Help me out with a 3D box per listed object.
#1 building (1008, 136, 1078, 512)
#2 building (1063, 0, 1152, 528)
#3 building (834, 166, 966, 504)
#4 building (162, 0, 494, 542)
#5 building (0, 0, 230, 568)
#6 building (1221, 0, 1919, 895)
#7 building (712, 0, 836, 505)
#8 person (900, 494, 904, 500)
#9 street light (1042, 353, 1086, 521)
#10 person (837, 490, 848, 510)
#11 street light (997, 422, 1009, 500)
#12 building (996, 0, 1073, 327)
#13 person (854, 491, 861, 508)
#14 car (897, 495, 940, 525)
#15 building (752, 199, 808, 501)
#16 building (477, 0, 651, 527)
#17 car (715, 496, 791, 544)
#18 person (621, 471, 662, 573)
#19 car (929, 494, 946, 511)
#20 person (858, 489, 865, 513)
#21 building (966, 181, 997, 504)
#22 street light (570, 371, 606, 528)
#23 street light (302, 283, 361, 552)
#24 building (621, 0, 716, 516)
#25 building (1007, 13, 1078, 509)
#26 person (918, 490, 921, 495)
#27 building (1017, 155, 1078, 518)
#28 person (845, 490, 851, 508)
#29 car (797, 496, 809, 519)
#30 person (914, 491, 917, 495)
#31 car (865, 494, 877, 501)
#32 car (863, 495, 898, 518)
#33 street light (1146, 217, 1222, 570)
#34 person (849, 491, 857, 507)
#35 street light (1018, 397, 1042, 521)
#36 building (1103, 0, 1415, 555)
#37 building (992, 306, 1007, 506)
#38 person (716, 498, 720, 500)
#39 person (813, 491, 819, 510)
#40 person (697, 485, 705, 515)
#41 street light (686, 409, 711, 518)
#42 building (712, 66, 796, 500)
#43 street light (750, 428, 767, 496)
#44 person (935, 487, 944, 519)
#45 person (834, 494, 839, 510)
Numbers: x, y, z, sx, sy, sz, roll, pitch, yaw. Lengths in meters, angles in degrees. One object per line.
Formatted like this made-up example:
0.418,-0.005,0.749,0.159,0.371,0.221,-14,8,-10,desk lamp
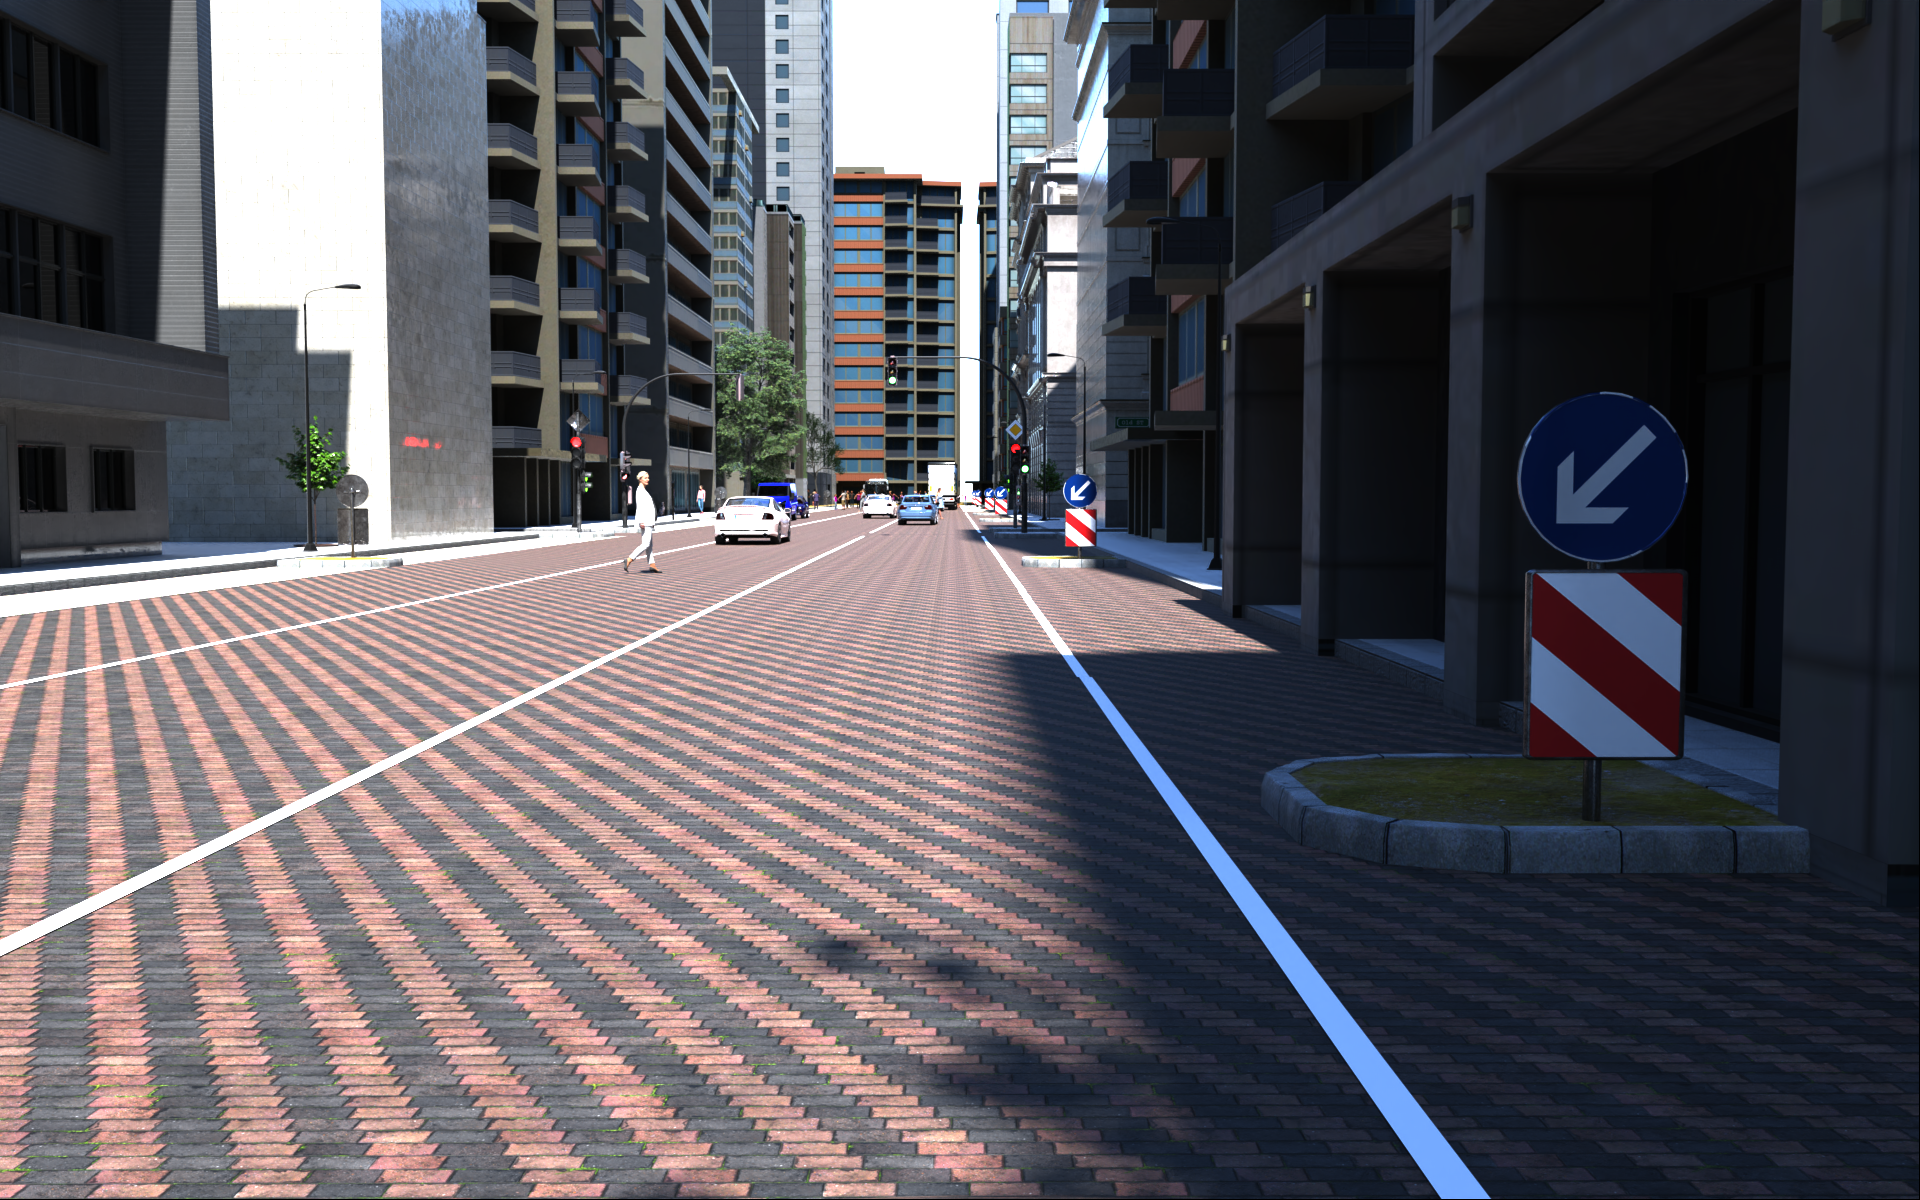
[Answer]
10.836,-20.867,128.564,14.401,28.519,23.554,0,4,0,building
26.923,-18.138,72.973,44.131,29.872,17.030,0,4,0,building
-14.034,-35.448,234.195,28.867,44.769,22.147,0,4,0,building
-23.666,-11.999,50.930,16.860,20.320,10.420,0,4,0,building
-22.151,-12.351,21.008,14.314,24.678,30.058,0,4,0,building
13.395,-34.871,8.400,20.563,71.187,20.611,0,4,0,building
-25.770,-46.876,204.668,20.611,71.187,20.563,0,4,0,building
-6.302,-10.886,189.711,0.421,1.427,0.697,3,5,41,person
3.571,-5.177,57.188,1.470,5.913,1.316,0,4,0,street light
-10.350,-8.861,153.380,0.705,1.824,1.348,2,4,35,person
3.320,-8.491,111.363,1.470,5.913,1.316,0,4,0,street light
14.736,-40.337,201.501,21.231,58.520,28.212,0,4,0,building
-10.052,-9.976,172.297,1.217,1.739,0.721,-3,5,-40,person
-1.966,-4.240,81.327,2.014,1.417,4.499,0,4,2,car
-22.783,-24.454,171.530,14.160,30.474,14.107,0,4,0,building
-26.434,-25.889,77.902,22.147,44.769,28.867,0,4,0,building
-6.047,-2.346,50.720,2.083,1.381,4.827,0,3,0,car
-5.740,-1.395,31.182,0.818,1.842,0.514,-2,4,-30,person
-2.209,-8.056,143.725,2.014,1.417,4.499,0,4,1,car
-7.382,-7.387,129.559,0.573,1.790,0.520,0,4,8,person
15.091,-35.471,234.570,28.867,44.769,22.147,0,4,0,building
-14.033,-5.680,65.409,1.470,5.913,1.316,0,4,0,street light
-13.906,-4.024,38.341,1.470,5.913,1.316,0,4,0,street light
-27.916,-29.801,110.952,21.300,48.544,21.600,0,4,0,building
11.089,-28.616,151.463,14.154,41.232,14.086,0,4,0,building
-3.777,-9.458,163.093,0.705,1.831,1.348,0,4,-5,person
10.514,-16.098,105.005,13.314,21.916,24.055,0,4,0,building
-11.332,-10.159,174.702,0.705,1.812,1.348,1,4,14,person
-9.871,-5.474,102.081,1.945,1.354,3.894,0,4,0,car
-4.924,-11.369,194.470,0.705,1.814,1.350,-2,4,-26,person
-9.566,-10.895,190.135,2.014,1.417,4.499,0,4,-1,car
-4.743,-5.547,103.053,2.083,1.381,4.827,0,4,1,car
3.819,-3.466,29.205,1.470,5.913,1.316,0,4,0,street light
-11.951,-11.192,191.506,1.348,1.821,0.705,0,4,6,person
3.513,-6.751,82.914,1.470,5.913,1.316,0,4,0,street light
15.072,-23.686,41.892,22.147,44.769,28.867,0,4,0,building
17.437,-20.129,174.140,27.650,21.520,28.899,0,4,0,building
-17.609,-7.362,126.616,0.583,1.804,0.606,0,4,4,person
-12.671,-8.764,152.706,0.541,1.710,0.530,0,4,-8,person
-16.166,-6.237,108.032,0.555,1.821,0.388,0,4,3,person
-14.225,-7.449,94.327,1.470,5.913,1.316,0,4,0,street light
-31.118,-28.126,151.745,32.217,40.220,23.993,0,4,0,building
-14.278,-9.160,122.311,1.470,5.913,1.316,0,4,0,street light
-1.228,-5.552,99.367,0.616,1.811,0.778,-3,5,-42,person
-11.069,-8.767,155.064,0.599,1.433,0.991,1,4,23,person
